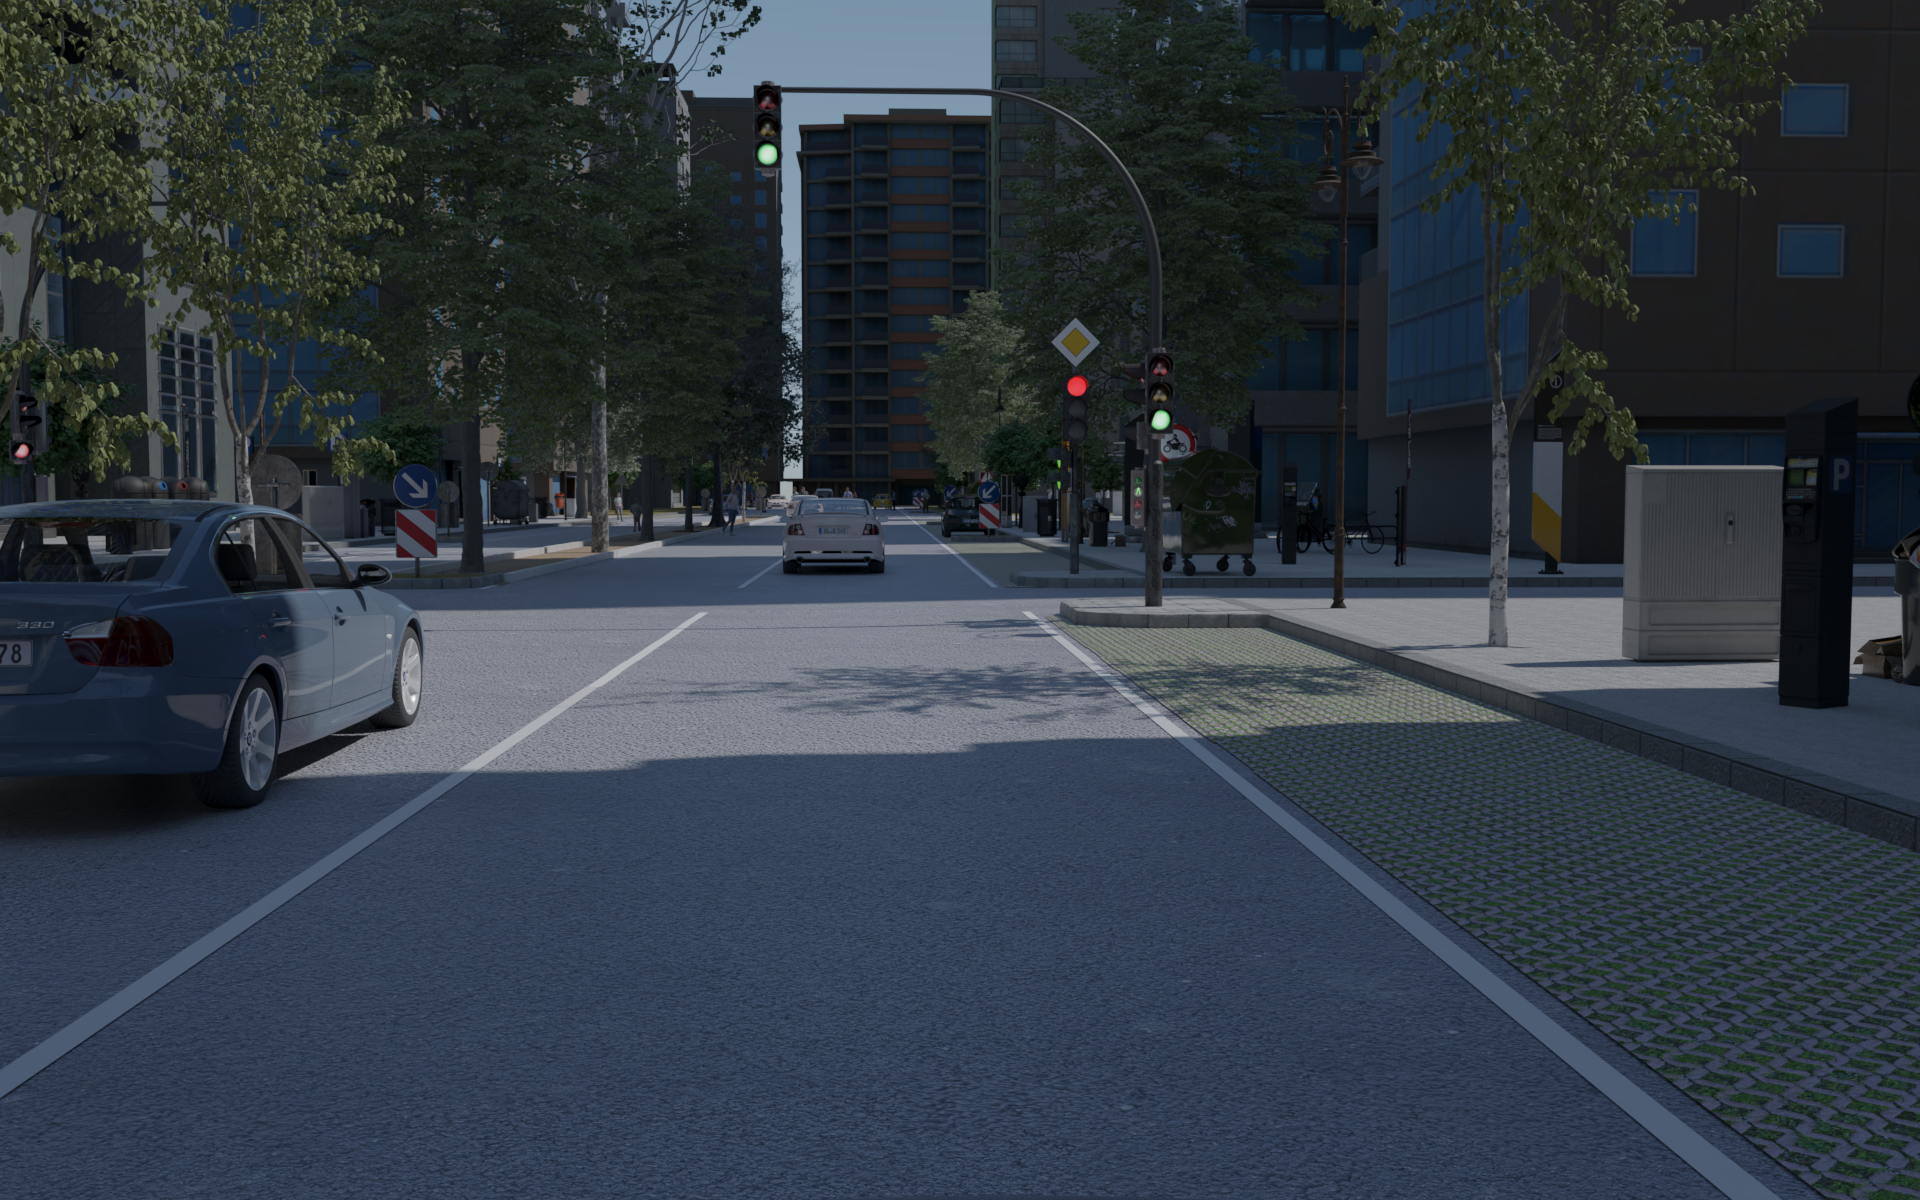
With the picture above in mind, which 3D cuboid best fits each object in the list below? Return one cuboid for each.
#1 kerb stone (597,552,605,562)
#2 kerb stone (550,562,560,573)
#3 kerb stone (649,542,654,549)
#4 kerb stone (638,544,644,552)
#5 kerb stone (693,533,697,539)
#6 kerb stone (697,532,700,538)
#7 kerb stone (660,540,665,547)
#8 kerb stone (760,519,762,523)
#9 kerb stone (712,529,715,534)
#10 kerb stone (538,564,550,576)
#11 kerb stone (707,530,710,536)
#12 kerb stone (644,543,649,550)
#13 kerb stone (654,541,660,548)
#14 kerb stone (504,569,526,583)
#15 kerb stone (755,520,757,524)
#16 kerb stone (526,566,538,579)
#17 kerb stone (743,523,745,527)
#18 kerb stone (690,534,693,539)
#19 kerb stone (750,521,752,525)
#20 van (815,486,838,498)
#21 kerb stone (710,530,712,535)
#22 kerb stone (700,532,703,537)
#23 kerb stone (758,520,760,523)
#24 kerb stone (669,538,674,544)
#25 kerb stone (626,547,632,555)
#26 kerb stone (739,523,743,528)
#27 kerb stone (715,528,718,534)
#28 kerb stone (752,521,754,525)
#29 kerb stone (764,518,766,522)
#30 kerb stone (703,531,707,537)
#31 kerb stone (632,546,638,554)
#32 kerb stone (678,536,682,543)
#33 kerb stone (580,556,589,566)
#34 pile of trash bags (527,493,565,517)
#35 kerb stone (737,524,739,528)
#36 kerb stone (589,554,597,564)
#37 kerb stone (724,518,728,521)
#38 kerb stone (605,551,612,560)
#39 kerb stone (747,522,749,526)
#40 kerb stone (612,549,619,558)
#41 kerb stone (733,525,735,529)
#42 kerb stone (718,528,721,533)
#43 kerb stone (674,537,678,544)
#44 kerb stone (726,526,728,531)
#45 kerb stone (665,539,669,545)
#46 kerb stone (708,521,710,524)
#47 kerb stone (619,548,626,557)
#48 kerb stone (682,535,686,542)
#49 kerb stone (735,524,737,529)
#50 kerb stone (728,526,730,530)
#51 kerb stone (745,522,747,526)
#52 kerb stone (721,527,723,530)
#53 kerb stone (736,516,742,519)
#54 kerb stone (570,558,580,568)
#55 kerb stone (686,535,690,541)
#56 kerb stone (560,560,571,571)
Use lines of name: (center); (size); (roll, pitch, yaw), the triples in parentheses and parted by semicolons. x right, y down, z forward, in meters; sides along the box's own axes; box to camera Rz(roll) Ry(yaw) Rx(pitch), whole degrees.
kerb stone: (-7.703, -0.882, 36.621); (0.120, 0.150, 1.000); (0, 4, -3)
kerb stone: (-7.471, -0.567, 31.496); (0.120, 0.150, 1.000); (0, 4, -3)
kerb stone: (-8.093, -1.382, 44.790); (0.120, 0.150, 1.000); (0, 4, -3)
kerb stone: (-7.988, -1.252, 42.748); (0.120, 0.150, 1.000); (0, 4, -3)
kerb stone: (-8.557, -1.998, 55.023); (0.120, 0.150, 1.000); (0, 4, -3)
kerb stone: (-8.607, -2.070, 56.048); (0.120, 0.150, 1.000); (0, 4, -3)
kerb stone: (-8.172, -1.507, 46.834); (0.120, 0.150, 1.000); (0, 4, -3)
kerb stone: (-9.924, -3.823, 84.702); (0.120, 0.150, 1.000); (0, 4, -3)
kerb stone: (-8.840, -2.379, 61.171); (0.120, 0.150, 1.000); (0, 4, -3)
kerb stone: (-7.424, -0.505, 30.473); (0.120, 0.150, 1.000); (0, 4, -3)
kerb stone: (-8.734, -2.258, 59.119); (0.120, 0.150, 1.000); (0, 4, -3)
kerb stone: (-8.044, -1.311, 43.769); (0.120, 0.150, 1.000); (0, 4, -3)
kerb stone: (-8.135, -1.442, 45.811); (0.120, 0.150, 1.000); (0, 4, -3)
kerb stone: (-7.324, -0.381, 28.431); (0.120, 0.150, 1.000); (0, 4, -3)
kerb stone: (-9.792, -3.634, 81.636); (0.120, 0.150, 1.000); (0, 4, -3)
kerb stone: (-7.384, -0.444, 29.452); (0.120, 0.150, 1.000); (0, 4, -3)
kerb stone: (-9.452, -3.198, 74.475); (0.120, 0.150, 1.000); (0, 4, -3)
kerb stone: (-8.521, -1.945, 53.992); (0.120, 0.150, 1.000); (0, 4, -3)
kerb stone: (-9.644, -3.446, 78.562); (0.120, 0.150, 1.000); (0, 4, -3)
van: (-10.513, -7.796, 134.483); (2.013, 2.044, 4.112); (0, 4, -4)
kerb stone: (-8.794, -2.321, 60.140); (0.120, 0.150, 1.000); (0, 4, -3)
kerb stone: (-8.648, -2.130, 57.071); (0.120, 0.150, 1.000); (0, 4, -3)
kerb stone: (-9.883, -3.761, 83.681); (0.120, 0.150, 1.000); (0, 4, -3)
kerb stone: (-8.271, -1.631, 48.876); (0.120, 0.150, 1.000); (0, 4, -3)
kerb stone: (-7.892, -1.129, 40.706); (0.120, 0.150, 1.000); (0, 4, -3)
kerb stone: (-9.411, -3.135, 73.451); (0.120, 0.150, 1.000); (0, 4, -3)
kerb stone: (-8.881, -2.446, 62.193); (0.120, 0.150, 1.000); (0, 4, -3)
kerb stone: (-9.690, -3.510, 79.583); (0.120, 0.150, 1.000); (0, 4, -3)
kerb stone: (-10.068, -4.011, 87.773); (0.120, 0.150, 1.000); (0, 4, -3)
kerb stone: (-8.693, -2.196, 58.094); (0.120, 0.150, 1.000); (0, 4, -3)
kerb stone: (-7.944, -1.194, 41.726); (0.120, 0.150, 1.000); (0, 4, -3)
kerb stone: (-8.369, -1.754, 50.924); (0.120, 0.150, 1.000); (0, 4, -3)
kerb stone: (-7.608, -0.757, 34.579); (0.120, 0.150, 1.000); (0, 4, -3)
pile of trash bags: (-24.075, -5.497, 99.620); (1.912, 1.369, 3.447); (2, 4, 31)
kerb stone: (-9.307, -3.010, 71.404); (0.120, 0.150, 1.000); (0, 4, -3)
kerb stone: (-7.661, -0.820, 35.599); (0.120, 0.150, 1.000); (0, 4, -3)
kerb stone: (-12.408, -4.320, 92.834); (0.120, 0.150, 1.000); (0, 4, -3)
kerb stone: (-7.757, -0.945, 37.642); (0.120, 0.150, 1.000); (0, 4, -3)
kerb stone: (-9.539, -3.318, 76.518); (0.120, 0.150, 1.000); (0, 4, -3)
kerb stone: (-7.801, -1.006, 38.663); (0.120, 0.150, 1.000); (0, 4, -3)
kerb stone: (-9.220, -2.884, 69.356); (0.120, 0.150, 1.000); (0, 4, -3)
kerb stone: (-8.934, -2.508, 63.216); (0.120, 0.150, 1.000); (0, 4, -3)
kerb stone: (-8.320, -1.695, 49.903); (0.120, 0.150, 1.000); (0, 4, -3)
kerb stone: (-9.088, -2.697, 66.283); (0.120, 0.150, 1.000); (0, 4, -3)
kerb stone: (-8.226, -1.561, 47.855); (0.120, 0.150, 1.000); (0, 4, -3)
kerb stone: (-11.831, -3.560, 80.566); (0.120, 0.150, 1.000); (0, 4, -3)
kerb stone: (-7.840, -1.070, 39.685); (0.120, 0.150, 1.000); (0, 4, -3)
kerb stone: (-8.412, -1.815, 51.946); (0.120, 0.150, 1.000); (0, 4, -3)
kerb stone: (-9.268, -2.947, 70.377); (0.120, 0.150, 1.000); (0, 4, -3)
kerb stone: (-9.129, -2.759, 67.309); (0.120, 0.150, 1.000); (0, 4, -3)
kerb stone: (-9.503, -3.257, 75.496); (0.120, 0.150, 1.000); (0, 4, -3)
kerb stone: (-8.984, -2.570, 64.242); (0.120, 0.150, 1.000); (0, 4, -3)
kerb stone: (-12.739, -4.759, 100.003); (0.120, 0.150, 1.000); (0, 4, -3)
kerb stone: (-7.570, -0.693, 33.557); (0.120, 0.150, 1.000); (0, 4, -3)
kerb stone: (-8.461, -1.882, 52.968); (0.120, 0.150, 1.000); (0, 4, -3)
kerb stone: (-7.514, -0.628, 32.529); (0.120, 0.150, 1.000); (0, 4, -3)
